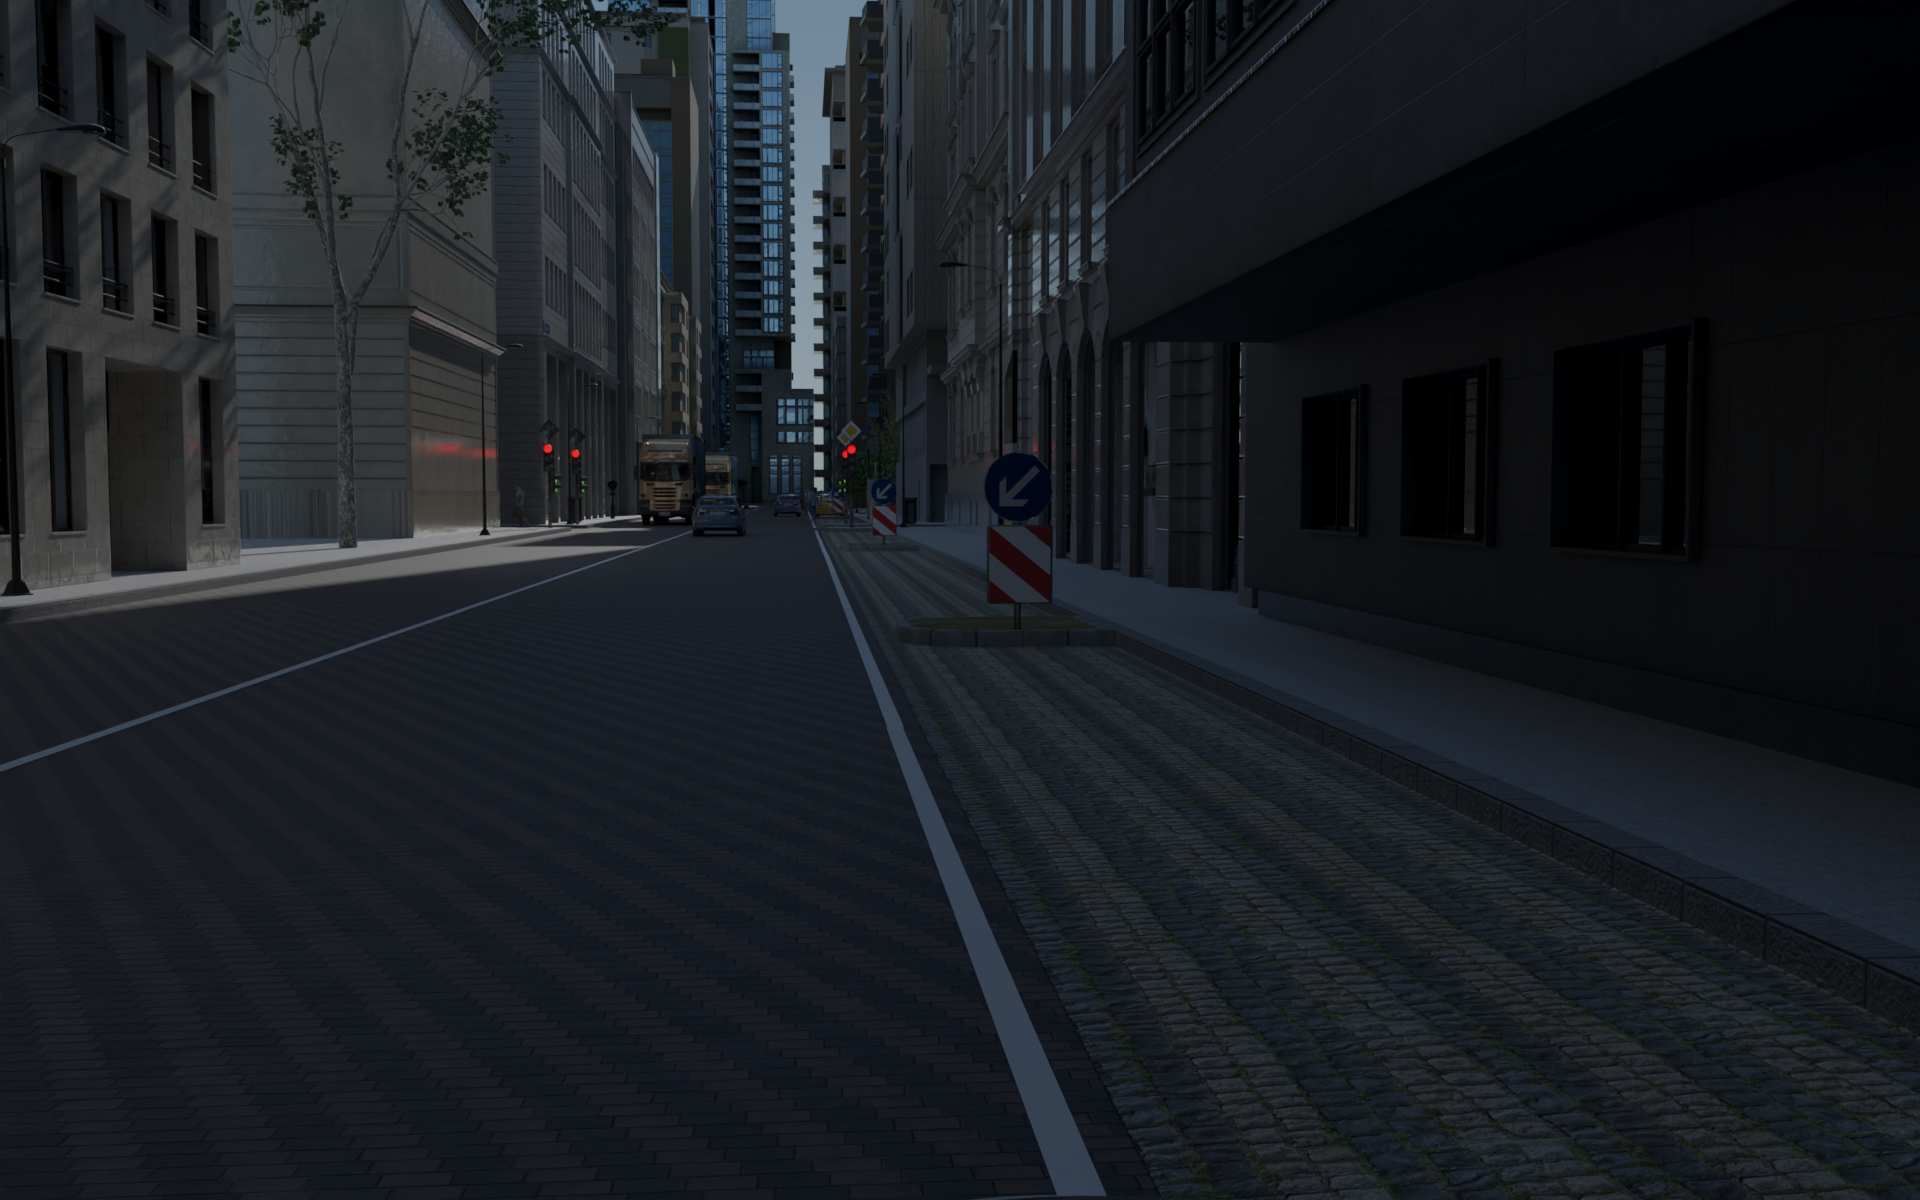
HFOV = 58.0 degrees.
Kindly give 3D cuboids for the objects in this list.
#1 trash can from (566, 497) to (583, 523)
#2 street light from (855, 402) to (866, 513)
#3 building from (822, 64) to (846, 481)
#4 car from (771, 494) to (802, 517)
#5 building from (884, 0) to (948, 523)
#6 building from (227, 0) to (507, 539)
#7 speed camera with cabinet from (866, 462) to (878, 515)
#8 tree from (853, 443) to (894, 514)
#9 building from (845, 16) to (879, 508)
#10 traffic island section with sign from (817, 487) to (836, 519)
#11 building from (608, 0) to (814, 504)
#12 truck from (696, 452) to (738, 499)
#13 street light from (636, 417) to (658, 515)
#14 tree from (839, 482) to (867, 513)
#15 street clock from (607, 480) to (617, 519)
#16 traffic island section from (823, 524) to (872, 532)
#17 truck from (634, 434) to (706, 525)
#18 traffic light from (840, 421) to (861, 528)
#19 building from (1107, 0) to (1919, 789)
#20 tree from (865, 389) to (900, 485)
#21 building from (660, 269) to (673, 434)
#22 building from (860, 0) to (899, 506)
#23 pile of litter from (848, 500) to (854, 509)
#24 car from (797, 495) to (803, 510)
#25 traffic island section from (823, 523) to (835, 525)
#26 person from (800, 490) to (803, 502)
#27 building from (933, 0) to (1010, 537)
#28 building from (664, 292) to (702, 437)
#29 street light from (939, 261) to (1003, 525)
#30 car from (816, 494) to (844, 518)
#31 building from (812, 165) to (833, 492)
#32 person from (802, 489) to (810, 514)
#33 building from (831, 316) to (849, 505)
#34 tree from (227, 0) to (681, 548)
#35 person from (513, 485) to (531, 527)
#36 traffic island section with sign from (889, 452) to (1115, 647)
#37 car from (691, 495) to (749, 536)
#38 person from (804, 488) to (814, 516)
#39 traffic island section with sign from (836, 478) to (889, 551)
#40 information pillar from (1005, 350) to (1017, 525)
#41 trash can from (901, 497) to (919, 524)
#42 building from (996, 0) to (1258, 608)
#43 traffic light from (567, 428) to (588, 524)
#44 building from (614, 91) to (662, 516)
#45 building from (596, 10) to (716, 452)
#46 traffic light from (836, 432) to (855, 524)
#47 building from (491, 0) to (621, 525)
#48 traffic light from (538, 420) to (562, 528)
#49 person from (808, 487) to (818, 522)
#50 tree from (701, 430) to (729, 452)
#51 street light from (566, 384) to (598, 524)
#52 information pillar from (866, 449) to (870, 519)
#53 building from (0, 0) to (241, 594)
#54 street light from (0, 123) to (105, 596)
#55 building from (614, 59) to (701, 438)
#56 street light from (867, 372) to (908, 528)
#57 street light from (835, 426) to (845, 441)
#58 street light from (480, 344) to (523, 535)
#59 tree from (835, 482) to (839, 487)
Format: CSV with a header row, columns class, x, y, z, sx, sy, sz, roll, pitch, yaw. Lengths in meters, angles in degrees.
class,x,y,z,sx,sy,sz,roll,pitch,yaw
trash can,-16.971,-3.954,76.298,0.748,1.137,0.748,0,3,0
street light,-4.566,-7.009,87.143,1.470,5.913,1.316,0,4,-5
building,-2.186,-38.076,211.776,28.713,52.752,27.495,0,4,-5
car,-11.102,-6.066,111.182,2.014,1.417,4.499,0,4,-7
building,9.672,-30.543,88.623,27.495,52.752,28.713,0,4,-5
building,-30.696,-13.591,55.497,30.059,22.955,16.112,0,4,-5
speed camera with cabinet,-5.428,-6.861,106.512,0.660,3.252,2.038,0,4,-6
tree,-5.760,-7.811,111.417,4.285,4.588,4.351,0,3,0
building,-3.520,-31.283,161.586,14.600,45.320,14.200,0,4,-5
traffic island section with sign,-7.099,-5.513,98.768,1.989,1.847,2.006,0,4,-5
building,-36.028,-56.717,239.988,31.000,86.520,22.319,0,4,-5
truck,-16.682,-7.931,118.587,2.839,4.237,11.283,0,4,-5
street light,-18.836,-8.050,104.162,1.470,5.913,1.316,0,4,-5
tree,-6.650,-7.384,115.335,1.663,3.219,1.824,0,3,0
street clock,-18.046,-5.221,89.938,0.471,2.002,0.358,-2,4,-30
traffic island section,-4.128,-2.693,66.319,2.009,0.180,2.903,0,4,-5
truck,-13.849,-5.794,83.648,2.839,4.237,11.283,0,4,-5
traffic light,-4.169,-4.727,66.201,0.839,4.253,0.868,0,4,-5
building,9.555,-13.012,6.250,14.314,27.812,24.014,0,4,-5
tree,-4.296,-10.292,118.635,4.737,8.622,4.395,0,3,0
building,-28.403,-18.088,131.899,11.583,22.565,21.152,0,4,-5
building,3.523,-29.404,135.377,22.147,44.769,28.867,0,4,-5
pile of litter,-9.449,-8.130,146.895,1.176,0.858,1.719,0,4,-6
car,-15.457,-9.068,160.843,1.945,1.354,3.894,0,4,-5
traffic island section,-4.857,-3.180,74.271,2.009,0.180,2.903,0,4,-5
person,-15.541,-9.842,169.506,0.705,1.814,1.350,1,4,17
building,6.625,-16.363,54.925,14.401,28.519,23.554,0,4,-5
building,-38.833,-19.344,161.311,27.650,21.520,28.899,0,4,-5
street light,0.276,-3.803,34.719,1.470,5.913,1.316,0,4,-5
car,-7.777,-5.717,103.698,2.015,1.641,3.980,0,4,-6
building,-5.490,-38.252,245.035,30.456,49.044,23.786,0,4,-5
person,-10.778,-6.891,121.444,0.520,1.790,0.573,-2,4,-31
building,0.450,-20.748,184.274,27.650,21.520,28.899,0,4,-5
tree,-13.221,-11.268,40.121,12.611,20.169,13.585,0,3,0
person,-17.838,-3.766,70.194,0.853,1.813,0.709,-3,5,-42
traffic island section with sign,0.377,-0.516,17.058,1.989,1.847,2.006,0,4,-5
car,-8.353,-2.949,60.218,2.014,1.417,4.499,0,4,-5
person,-9.963,-6.484,114.384,0.748,1.841,0.638,1,4,16
traffic island section with sign,-2.069,-2.157,43.903,1.989,1.847,2.006,0,4,-5
information pillar,0.839,-2.268,28.440,0.183,3.616,0.504,-1,4,-14
trash can,-2.136,-3.808,73.914,0.748,1.137,0.748,0,3,0
building,8.063,-11.557,30.755,13.314,21.916,24.055,0,4,-5
traffic light,-16.161,-5.149,73.108,0.839,4.253,0.868,0,4,-5
building,-26.146,-17.947,111.448,12.078,24.808,19.932,0,4,-5
building,-44.210,-40.893,210.606,28.212,58.520,21.231,0,4,-5
traffic light,-4.898,-5.213,74.153,0.839,4.253,0.868,0,4,-5
building,-24.151,-18.883,86.234,11.434,29.767,29.804,0,4,-5
traffic light,-15.432,-4.663,65.156,0.839,4.253,0.868,0,4,-5
person,-7.539,-4.911,89.067,0.793,1.790,0.793,1,4,10
tree,-28.345,-15.230,199.371,4.360,8.622,3.978,0,3,0
street light,-15.944,-6.148,73.053,1.470,5.913,1.316,0,4,-5
information pillar,-4.736,-5.996,89.392,0.183,3.616,0.504,0,4,-6
building,-17.570,-10.246,22.281,10.420,20.320,16.860,0,4,-5
street light,-11.422,-3.015,21.830,1.470,5.913,1.316,0,4,-5
building,-34.787,-32.565,182.553,14.600,45.320,14.200,0,4,-5
street light,-2.702,-5.736,66.322,1.470,5.913,1.316,0,4,-5
street light,-7.559,-8.898,118.019,1.470,5.913,1.316,0,4,-5
street light,-14.227,-4.964,53.696,1.470,5.913,1.316,0,4,-5
tree,-9.957,-9.691,153.053,1.663,3.219,1.824,0,3,0
